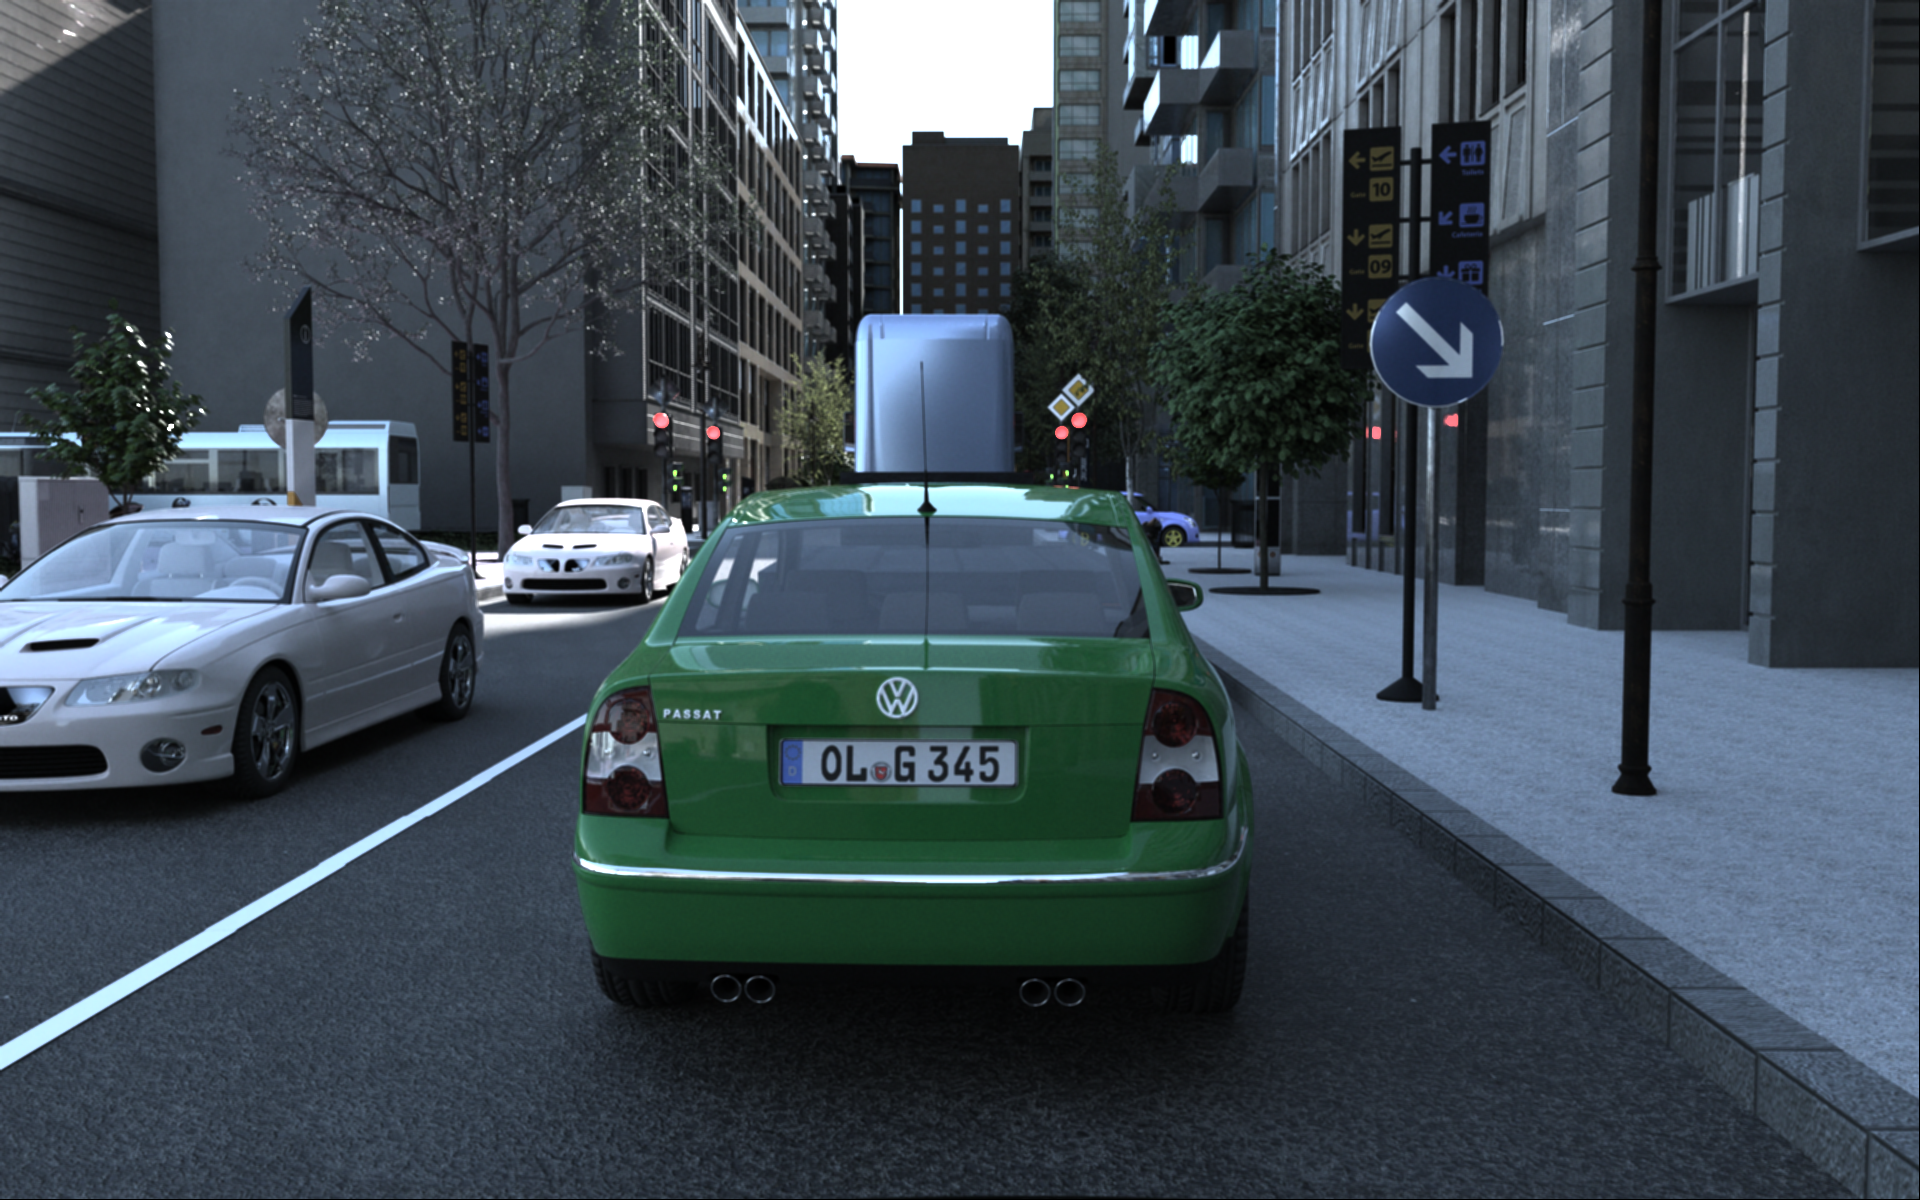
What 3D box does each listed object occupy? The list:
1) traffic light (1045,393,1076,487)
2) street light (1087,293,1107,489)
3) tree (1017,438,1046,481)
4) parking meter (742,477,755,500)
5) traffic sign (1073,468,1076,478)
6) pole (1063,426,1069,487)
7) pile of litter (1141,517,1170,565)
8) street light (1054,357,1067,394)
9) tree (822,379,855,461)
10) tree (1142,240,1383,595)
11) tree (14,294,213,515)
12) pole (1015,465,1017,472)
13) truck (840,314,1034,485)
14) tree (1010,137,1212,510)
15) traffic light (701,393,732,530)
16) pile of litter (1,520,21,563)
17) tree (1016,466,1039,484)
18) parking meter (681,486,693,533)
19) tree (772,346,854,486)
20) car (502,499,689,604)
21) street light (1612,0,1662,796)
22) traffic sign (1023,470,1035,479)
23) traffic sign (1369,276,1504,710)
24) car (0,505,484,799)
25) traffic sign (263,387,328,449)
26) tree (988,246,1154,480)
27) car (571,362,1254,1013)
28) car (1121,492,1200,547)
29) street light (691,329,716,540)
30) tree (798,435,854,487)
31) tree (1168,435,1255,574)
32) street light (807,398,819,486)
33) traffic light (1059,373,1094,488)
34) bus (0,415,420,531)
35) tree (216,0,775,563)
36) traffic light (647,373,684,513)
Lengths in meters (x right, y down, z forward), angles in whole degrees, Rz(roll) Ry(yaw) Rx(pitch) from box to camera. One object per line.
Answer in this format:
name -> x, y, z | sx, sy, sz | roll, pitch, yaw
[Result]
traffic light -> 2.801, -3.632, 48.297 | 0.839, 4.253, 0.868 | 0, 4, 0
street light -> 3.120, -4.107, 39.944 | 0.468, 5.910, 1.993 | 0, 4, 0
tree -> 4.128, -14.599, 156.818 | 7.486, 12.596, 7.792 | 0, 3, 0
parking meter -> -7.104, -3.207, 58.144 | 0.399, 1.863, 0.255 | 1, 4, 18
traffic sign -> 3.721, -3.584, 59.782 | 0.795, 2.450, 0.064 | 0, 4, 7
pole -> 3.191, -3.567, 52.172 | 0.158, 3.312, 0.155 | 0, 3, 0
pile of litter -> 3.282, -1.098, 31.921 | 1.176, 0.858, 1.719 | 0, 4, 7
street light -> 3.350, -5.152, 57.027 | 0.468, 5.910, 1.993 | 0, 4, 0
tree -> -7.192, -9.871, 111.757 | 4.737, 8.622, 4.395 | 0, 3, 0
tree -> 4.060, -2.376, 22.567 | 4.285, 4.588, 4.351 | 0, 3, 0
tree -> -8.322, -1.366, 16.932 | 1.663, 3.219, 1.824 | 0, 3, 0
pole -> 3.495, -7.027, 108.742 | 0.158, 3.312, 0.155 | 0, 3, 0
truck -> -0.259, -1.861, 20.186 | 2.967, 4.110, 18.799 | 0, 4, -1
tree -> 3.475, -5.219, 35.691 | 4.737, 8.622, 4.395 | 0, 3, 0
traffic light -> -6.810, -3.636, 48.363 | 0.839, 4.253, 0.868 | 0, 4, 0
pile of litter -> -16.501, -1.029, 30.783 | 1.719, 0.858, 1.176 | -3, 4, -38
tree -> 4.031, -6.745, 104.889 | 1.663, 3.219, 1.824 | 0, 3, 0
parking meter -> -8.922, -2.944, 56.550 | 0.372, 1.533, 0.369 | 0, 3, 0
tree -> -7.474, -8.334, 86.630 | 4.360, 8.622, 3.978 | 0, 3, 0
car -> -4.970, -0.720, 24.131 | 2.083, 1.381, 4.827 | 0, 4, 1
street light -> 2.897, -2.109, 7.266 | 0.468, 5.910, 1.993 | 0, 4, 0
traffic sign -> 3.564, -5.581, 91.353 | 0.768, 2.556, 0.104 | 0, 4, 3
traffic sign -> 2.795, -0.620, 10.242 | 0.768, 2.556, 0.104 | 0, 4, 7
car -> -4.119, 0.164, 9.677 | 2.083, 1.381, 4.827 | 0, 4, 2
traffic sign -> -7.789, -1.236, 20.322 | 0.768, 2.556, 0.104 | 0, 4, 1
tree -> 4.341, -9.980, 80.175 | 9.611, 12.733, 9.660 | 0, 3, 0
car -> -0.052, 0.160, 6.185 | 1.959, 1.807, 4.718 | 0, 4, 2
car -> 4.415, -2.183, 45.286 | 3.694, 1.707, 1.945 | 0, 4, 2
street light -> -7.180, -4.637, 48.610 | 0.468, 5.910, 1.993 | 0, 4, 0
tree -> -7.365, -6.912, 96.717 | 4.285, 4.588, 4.351 | 0, 3, 0
tree -> 4.214, -2.067, 28.398 | 1.663, 3.219, 1.824 | 0, 3, 0
street light -> -6.942, -6.684, 82.078 | 0.468, 5.910, 1.993 | 0, 4, 0
traffic light -> 2.732, -3.143, 40.312 | 0.839, 4.253, 0.868 | 0, 4, 0
bus -> -20.814, -3.022, 44.275 | 13.247, 3.499, 2.948 | 0, 3, 0
tree -> -8.708, -7.459, 32.319 | 12.009, 13.543, 11.850 | 0, 3, 0
traffic light -> -6.879, -3.147, 40.379 | 0.839, 4.253, 0.868 | 0, 4, 0
